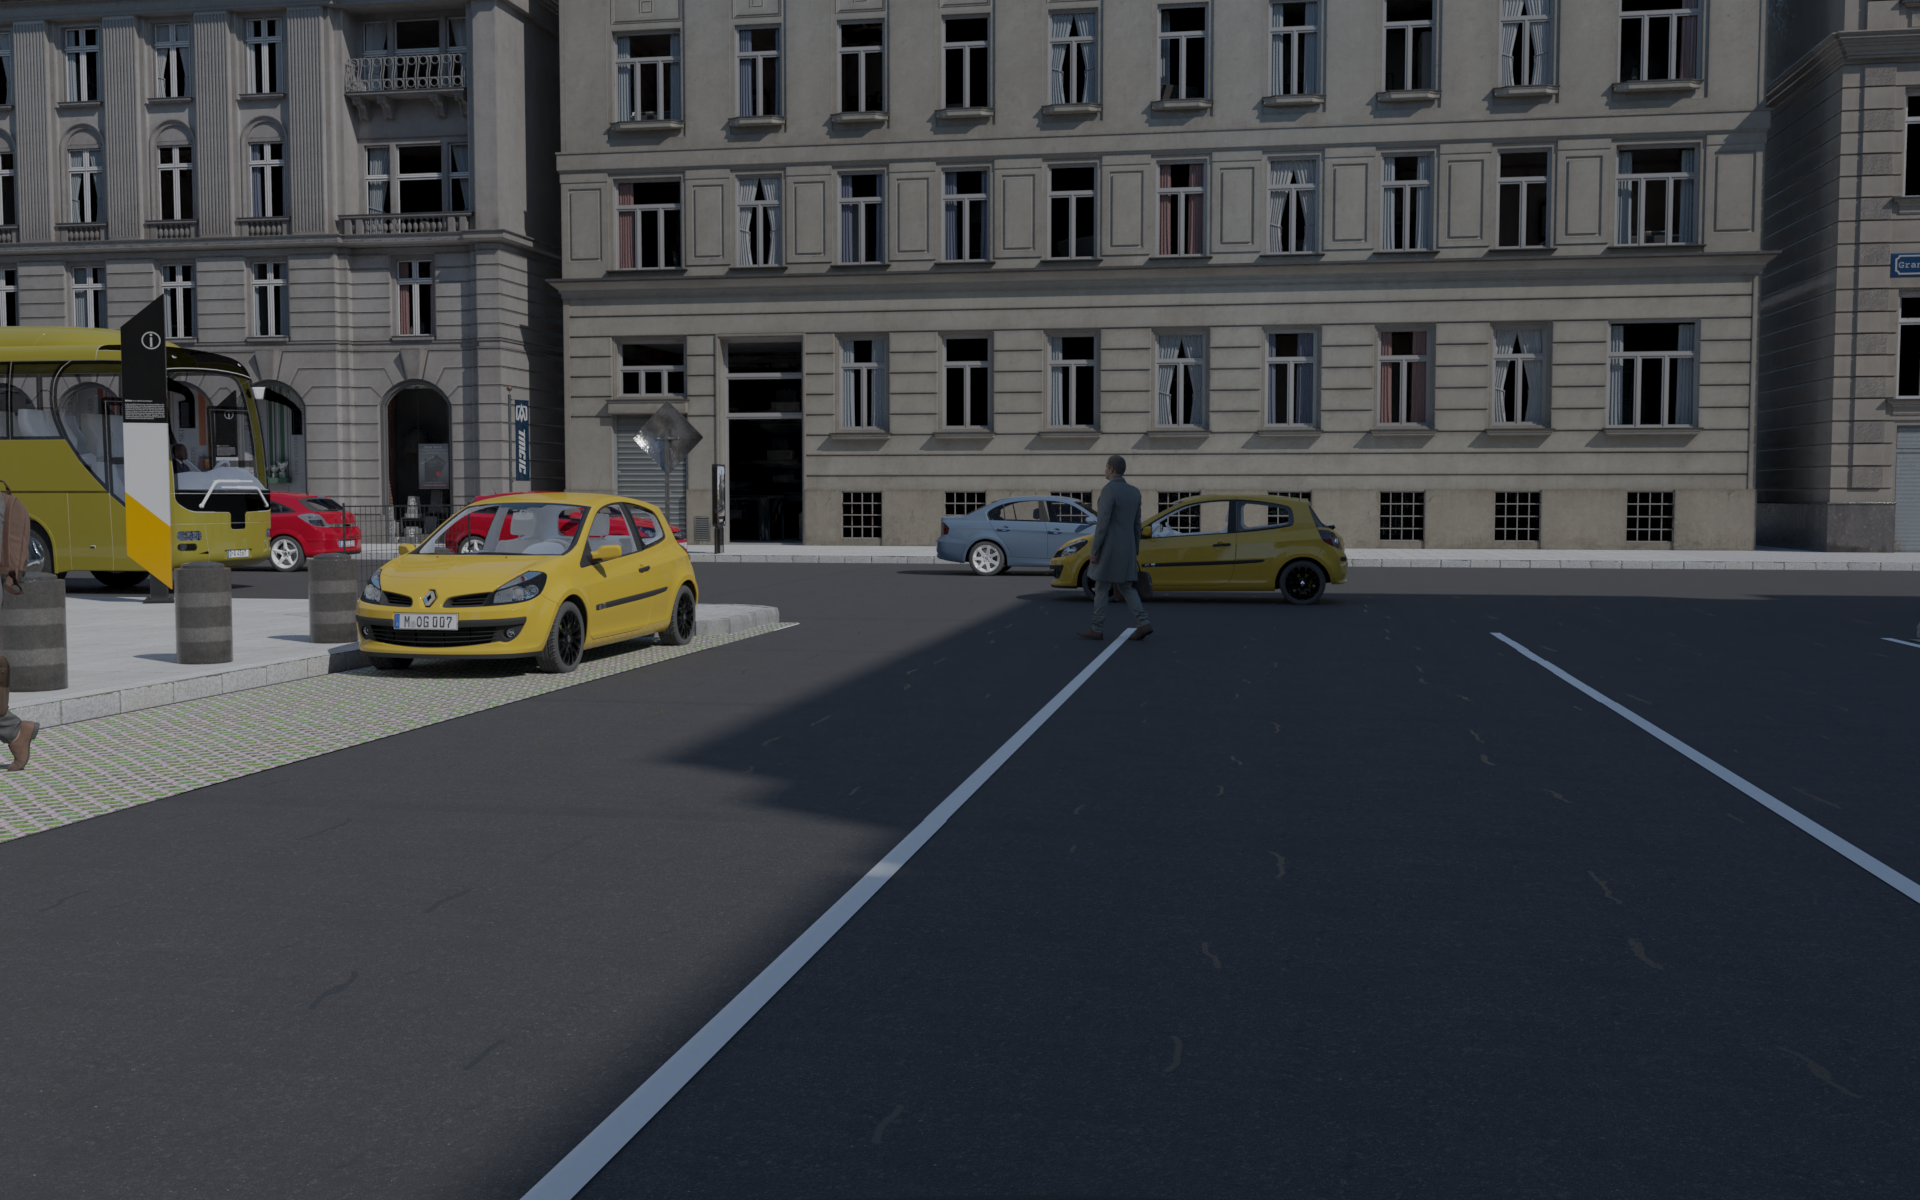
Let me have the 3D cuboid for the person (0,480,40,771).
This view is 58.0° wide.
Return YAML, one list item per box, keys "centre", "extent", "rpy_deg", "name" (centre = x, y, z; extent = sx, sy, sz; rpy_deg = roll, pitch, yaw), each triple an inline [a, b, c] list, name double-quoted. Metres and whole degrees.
- centre: [-4.858, -0.002, 8.501]
  extent: [0.622, 1.834, 0.822]
  rpy_deg: [2, 4, 31]
  name: "person"

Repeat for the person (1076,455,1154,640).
- centre: [1.522, -0.514, 17.006]
  extent: [0.767, 1.812, 0.694]
  rpy_deg: [3, 5, 42]
  name: "person"

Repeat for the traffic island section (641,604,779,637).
- centre: [-3.174, 0.217, 18.731]
  extent: [2.009, 0.180, 2.903]
  rpy_deg: [1, 4, 10]
  name: "traffic island section"

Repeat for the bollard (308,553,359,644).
- centre: [-5.432, -0.018, 15.011]
  extent: [0.404, 0.777, 0.398]
  rpy_deg: [0, 3, 0]
  name: "bollard"

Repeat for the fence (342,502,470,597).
- centre: [-5.880, -0.448, 18.532]
  extent: [0.480, 1.192, 2.264]
  rpy_deg: [1, 4, 20]
  name: "fence"

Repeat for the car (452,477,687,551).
- centre: [-7.258, -1.410, 32.101]
  extent: [4.494, 1.783, 2.155]
  rpy_deg: [1, 4, 10]
  name: "car"

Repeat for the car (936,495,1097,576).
- centre: [1.829, -1.150, 30.803]
  extent: [4.499, 1.417, 2.014]
  rpy_deg: [1, 4, 9]
  name: "car"

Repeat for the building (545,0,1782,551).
- centre: [5.225, -13.134, 48.032]
  extent: [30.059, 22.955, 16.112]
  rpy_deg: [1, 4, 10]
  name: "building"

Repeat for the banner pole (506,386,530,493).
- centre: [-10.310, -3.080, 40.375]
  extent: [0.401, 3.779, 0.863]
  rpy_deg: [2, 4, 30]
  name: "banner pole"

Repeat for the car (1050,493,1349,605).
- centre: [3.210, -0.805, 23.378]
  extent: [3.980, 1.641, 2.015]
  rpy_deg: [1, 4, 11]
  name: "car"

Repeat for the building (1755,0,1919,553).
- centre: [31.929, -14.881, 40.561]
  extent: [25.104, 27.353, 12.463]
  rpy_deg: [1, 4, 10]
  name: "building"

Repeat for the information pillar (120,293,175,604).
- centre: [-9.489, -1.766, 20.234]
  extent: [0.504, 3.616, 0.183]
  rpy_deg: [-1, 4, -18]
  name: "information pillar"

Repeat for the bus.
- centre: [-16.415, -2.132, 26.398]
  extent: [12.252, 3.916, 2.896]
  rpy_deg: [1, 4, 9]
  name: "bus"

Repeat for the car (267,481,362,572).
- centre: [-13.649, -1.452, 32.783]
  extent: [4.494, 1.783, 2.155]
  rpy_deg: [1, 4, 10]
  name: "car"

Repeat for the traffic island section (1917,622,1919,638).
- centre: [10.400, 0.366, 16.295]
  extent: [2.009, 0.180, 2.903]
  rpy_deg: [1, 4, 10]
  name: "traffic island section"

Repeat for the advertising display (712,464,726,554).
- centre: [-5.208, -1.969, 37.409]
  extent: [0.123, 1.923, 0.974]
  rpy_deg: [0, 4, 2]
  name: "advertising display"

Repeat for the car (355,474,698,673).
- centre: [-3.679, -0.299, 15.119]
  extent: [2.015, 1.641, 3.980]
  rpy_deg: [1, 4, 12]
  name: "car"

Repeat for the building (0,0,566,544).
- centre: [-21.792, -12.776, 50.692]
  extent: [24.055, 21.916, 13.314]
  rpy_deg: [1, 4, 10]
  name: "building"

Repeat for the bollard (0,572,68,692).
- centre: [-6.087, 0.205, 11.367]
  extent: [0.404, 0.777, 0.398]
  rpy_deg: [0, 3, 0]
  name: "bollard"

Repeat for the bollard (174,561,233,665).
- centre: [-5.761, 0.093, 13.190]
  extent: [0.404, 0.777, 0.398]
  rpy_deg: [0, 3, 0]
  name: "bollard"

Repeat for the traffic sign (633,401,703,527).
- centre: [-3.149, -0.919, 18.665]
  extent: [0.795, 2.450, 0.064]
  rpy_deg: [1, 4, 10]
  name: "traffic sign"
